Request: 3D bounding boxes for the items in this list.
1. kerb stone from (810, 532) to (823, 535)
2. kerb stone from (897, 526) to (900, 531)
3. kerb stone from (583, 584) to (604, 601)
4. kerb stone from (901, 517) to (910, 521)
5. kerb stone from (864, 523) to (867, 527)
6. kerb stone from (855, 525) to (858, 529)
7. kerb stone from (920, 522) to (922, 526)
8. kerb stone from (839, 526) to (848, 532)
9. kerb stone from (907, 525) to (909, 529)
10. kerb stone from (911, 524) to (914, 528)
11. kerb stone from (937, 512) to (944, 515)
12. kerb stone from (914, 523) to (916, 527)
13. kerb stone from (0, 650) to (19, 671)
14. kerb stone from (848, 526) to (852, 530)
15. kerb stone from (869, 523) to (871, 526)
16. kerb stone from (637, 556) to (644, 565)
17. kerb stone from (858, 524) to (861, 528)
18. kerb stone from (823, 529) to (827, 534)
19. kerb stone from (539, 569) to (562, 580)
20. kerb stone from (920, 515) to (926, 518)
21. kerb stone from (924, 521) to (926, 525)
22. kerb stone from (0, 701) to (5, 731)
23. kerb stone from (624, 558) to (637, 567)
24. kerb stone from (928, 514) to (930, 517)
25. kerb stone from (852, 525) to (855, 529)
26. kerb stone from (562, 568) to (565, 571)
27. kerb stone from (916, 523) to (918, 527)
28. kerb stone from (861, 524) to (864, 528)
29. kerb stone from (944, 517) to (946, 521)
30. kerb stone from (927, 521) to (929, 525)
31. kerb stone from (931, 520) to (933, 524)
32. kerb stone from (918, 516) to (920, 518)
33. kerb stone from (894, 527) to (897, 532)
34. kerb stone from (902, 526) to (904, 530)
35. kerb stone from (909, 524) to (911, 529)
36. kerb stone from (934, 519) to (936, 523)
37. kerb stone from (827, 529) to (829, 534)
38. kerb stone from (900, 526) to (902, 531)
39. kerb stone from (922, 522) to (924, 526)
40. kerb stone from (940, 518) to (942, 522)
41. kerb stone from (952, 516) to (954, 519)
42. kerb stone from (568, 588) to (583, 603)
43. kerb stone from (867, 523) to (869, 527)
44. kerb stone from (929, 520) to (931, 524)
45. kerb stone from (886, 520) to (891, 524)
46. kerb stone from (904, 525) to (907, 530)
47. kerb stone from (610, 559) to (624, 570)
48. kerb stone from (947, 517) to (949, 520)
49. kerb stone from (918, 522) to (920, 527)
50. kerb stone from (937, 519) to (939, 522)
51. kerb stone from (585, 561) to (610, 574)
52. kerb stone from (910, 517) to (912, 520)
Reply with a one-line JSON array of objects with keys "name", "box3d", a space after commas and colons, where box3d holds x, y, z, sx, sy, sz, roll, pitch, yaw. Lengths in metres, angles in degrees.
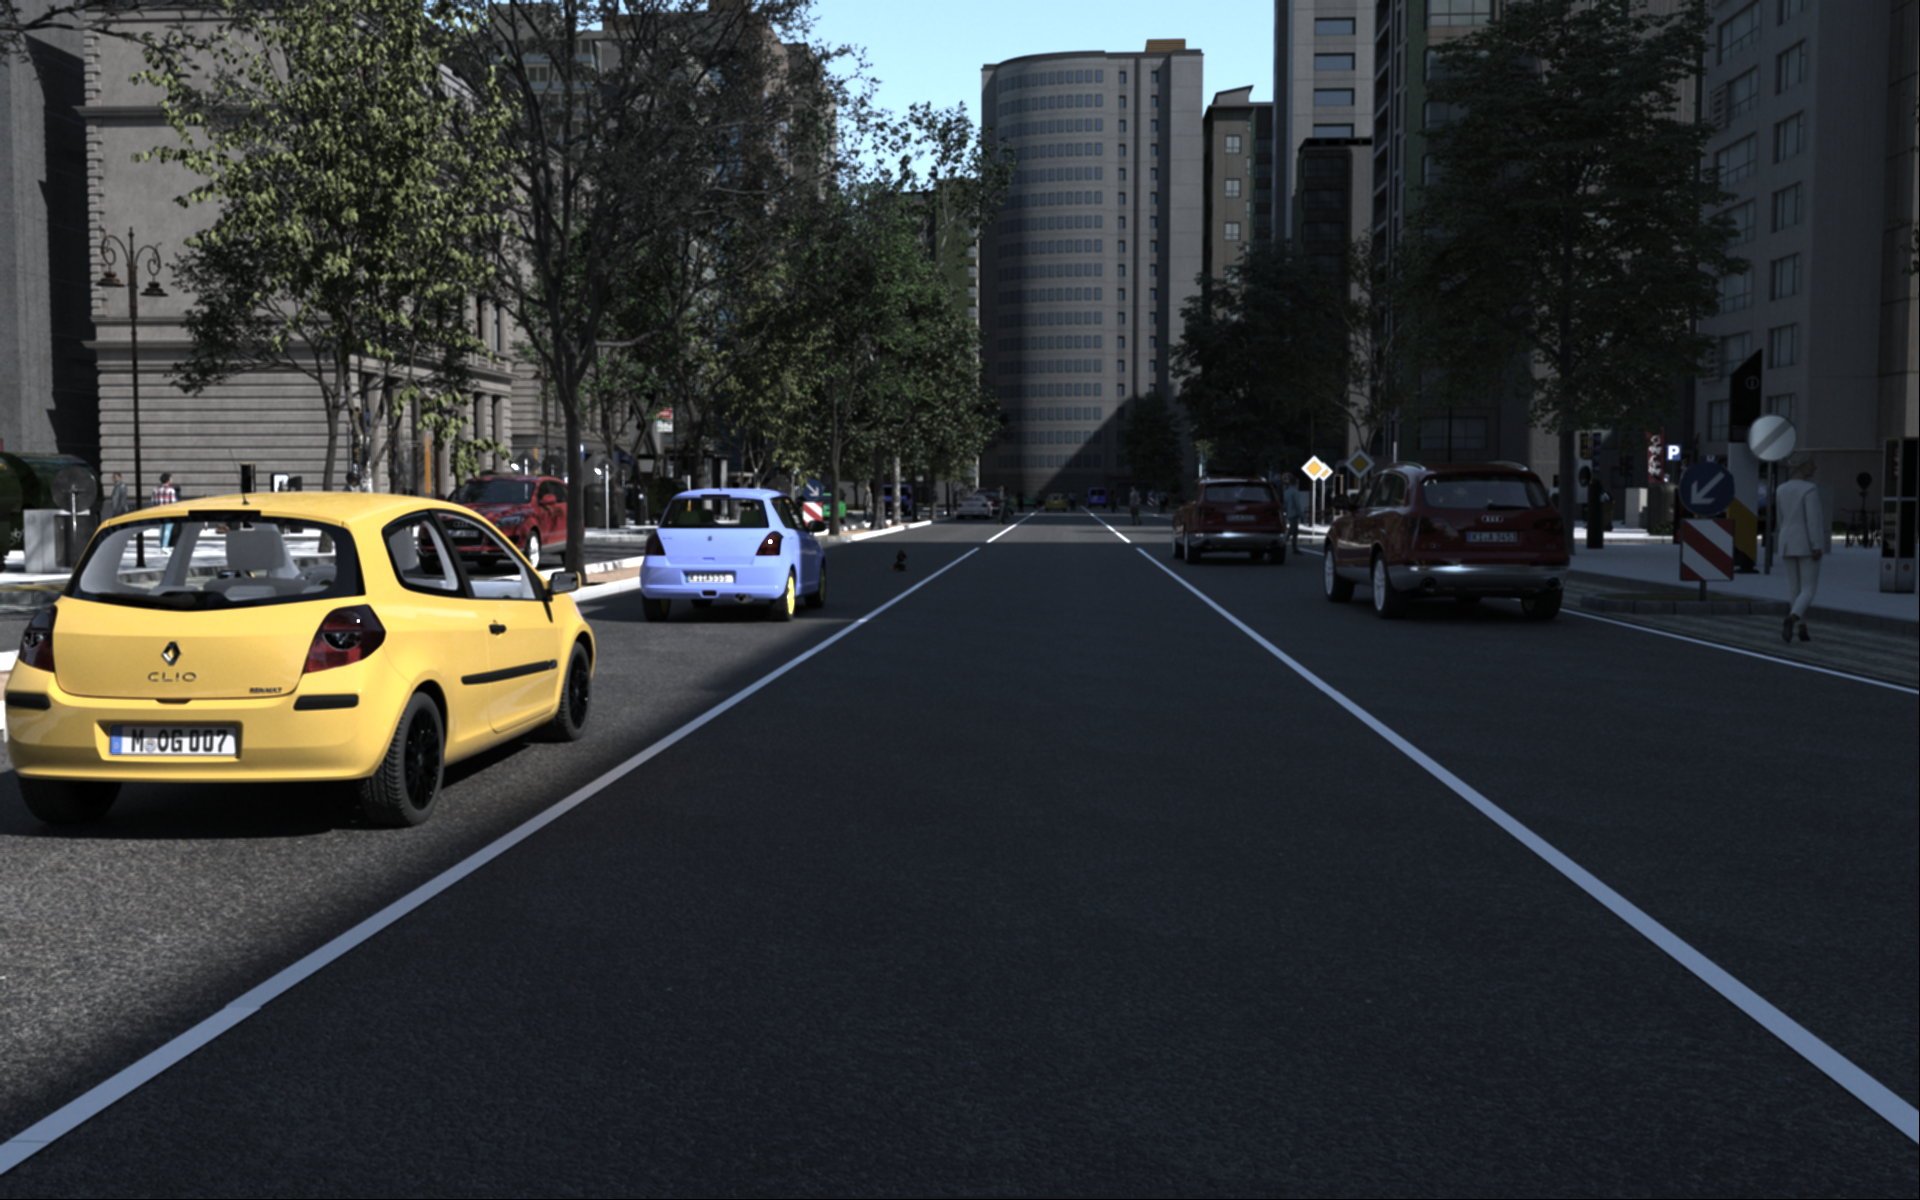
[{"name": "kerb stone", "box3d": [-4.979, -2.317, 60.070, 0.120, 0.150, 1.000, 0, 4, 3]}, {"name": "kerb stone", "box3d": [-2.510, -2.681, 66.090, 0.120, 0.150, 1.000, 0, 4, 3]}, {"name": "kerb stone", "box3d": [-5.074, -0.085, 23.580, 0.120, 0.150, 1.000, 0, 4, 3]}, {"name": "kerb stone", "box3d": [-2.946, -4.385, 93.882, 0.120, 0.150, 1.000, 0, 4, 3]}, {"name": "kerb stone", "box3d": [-4.175, -3.126, 73.387, 0.120, 0.150, 1.000, 0, 4, 3]}, {"name": "kerb stone", "box3d": [-4.361, -2.943, 70.314, 0.120, 0.150, 1.000, 0, 4, 3]}, {"name": "kerb stone", "box3d": [-1.896, -3.310, 76.329, 0.120, 0.150, 1.000, 0, 4, 3]}, {"name": "kerb stone", "box3d": [-4.552, -2.756, 67.252, 0.120, 0.150, 1.000, 0, 4, 3]}, {"name": "kerb stone", "box3d": [-2.264, -2.935, 70.183, 0.120, 0.150, 1.000, 0, 4, 3]}, {"name": "kerb stone", "box3d": [-2.147, -3.060, 72.228, 0.120, 0.150, 1.000, 0, 4, 3]}, {"name": "kerb stone", "box3d": [-1.398, -5.949, 119.460, 0.120, 0.150, 1.000, 0, 4, 3]}, {"name": "kerb stone", "box3d": [-2.083, -3.123, 73.258, 0.120, 0.150, 1.000, 0, 4, 3]}, {"name": "kerb stone", "box3d": [-7.734, 0.482, 14.488, 0.120, 0.150, 1.000, 0, 4, 3]}, {"name": "kerb stone", "box3d": [-4.485, -2.817, 68.273, 0.120, 0.150, 1.000, 0, 4, 3]}, {"name": "kerb stone", "box3d": [-4.049, -3.257, 75.439, 0.120, 0.150, 1.000, 0, 4, 3]}, {"name": "kerb stone", "box3d": [-6.495, -0.778, 34.944, 0.120, 0.150, 1.000, 0, 4, 3]}, {"name": "kerb stone", "box3d": [-4.294, -3.006, 71.340, 0.120, 0.150, 1.000, 0, 4, 3]}, {"name": "kerb stone", "box3d": [-4.922, -2.378, 61.091, 0.120, 0.150, 1.000, 0, 4, 3]}, {"name": "kerb stone", "box3d": [-6.872, -0.404, 28.805, 0.120, 0.150, 1.000, 0, 4, 3]}, {"name": "kerb stone", "box3d": [-2.322, -5.005, 104.108, 0.120, 0.150, 1.000, 0, 4, 3]}, {"name": "kerb stone", "box3d": [-1.771, -3.436, 78.374, 0.120, 0.150, 1.000, 0, 4, 3]}, {"name": "kerb stone", "box3d": [-5.885, 0.729, 10.281, 0.120, 0.150, 1.000, 0, 4, 3]}, {"name": "kerb stone", "box3d": [-6.559, -0.715, 33.919, 0.120, 0.150, 1.000, 0, 4, 3]}, {"name": "kerb stone", "box3d": [-2.136, -5.189, 107.176, 0.120, 0.150, 1.000, 0, 4, 3]}, {"name": "kerb stone", "box3d": [-4.425, -2.878, 69.293, 0.120, 0.150, 1.000, 0, 4, 3]}, {"name": "kerb stone", "box3d": [-6.807, -0.465, 29.835, 0.120, 0.150, 1.000, 0, 4, 3]}, {"name": "kerb stone", "box3d": [-2.018, -3.186, 74.280, 0.120, 0.150, 1.000, 0, 4, 3]}, {"name": "kerb stone", "box3d": [-4.238, -3.066, 72.364, 0.120, 0.150, 1.000, 0, 4, 3]}, {"name": "kerb stone", "box3d": [-0.968, -4.250, 91.684, 0.120, 0.150, 1.000, 0, 4, 3]}, {"name": "kerb stone", "box3d": [-1.651, -3.561, 80.416, 0.120, 0.150, 1.000, 0, 4, 3]}, {"name": "kerb stone", "box3d": [-1.520, -3.686, 82.469, 0.120, 0.150, 1.000, 0, 4, 3]}, {"name": "kerb stone", "box3d": [-2.562, -4.759, 100.022, 0.120, 0.150, 1.000, 0, 4, 3]}, {"name": "kerb stone", "box3d": [-2.572, -2.621, 65.069, 0.120, 0.150, 1.000, 0, 4, 3]}, {"name": "kerb stone", "box3d": [-2.395, -2.810, 68.131, 0.120, 0.150, 1.000, 0, 4, 3]}, {"name": "kerb stone", "box3d": [-2.202, -2.997, 71.204, 0.120, 0.150, 1.000, 0, 4, 3]}, {"name": "kerb stone", "box3d": [-1.398, -3.811, 84.518, 0.120, 0.150, 1.000, 0, 4, 3]}, {"name": "kerb stone", "box3d": [-4.856, -2.439, 62.126, 0.120, 0.150, 1.000, 0, 4, 3]}, {"name": "kerb stone", "box3d": [-2.455, -2.747, 67.110, 0.120, 0.150, 1.000, 0, 4, 3]}, {"name": "kerb stone", "box3d": [-1.833, -3.371, 77.354, 0.120, 0.150, 1.000, 0, 4, 3]}, {"name": "kerb stone", "box3d": [-1.150, -4.062, 88.606, 0.120, 0.150, 1.000, 0, 4, 3]}, {"name": "kerb stone", "box3d": [-0.595, -4.627, 97.839, 0.120, 0.150, 1.000, 0, 4, 3]}, {"name": "kerb stone", "box3d": [-5.140, -0.022, 22.557, 0.120, 0.150, 1.000, 0, 4, 3]}, {"name": "kerb stone", "box3d": [-4.122, -3.190, 74.408, 0.120, 0.150, 1.000, 0, 4, 3]}, {"name": "kerb stone", "box3d": [-1.587, -3.621, 81.437, 0.120, 0.150, 1.000, 0, 4, 3]}, {"name": "kerb stone", "box3d": [-3.433, -3.884, 85.703, 0.120, 0.150, 1.000, 0, 4, 3]}, {"name": "kerb stone", "box3d": [-2.333, -2.872, 69.152, 0.120, 0.150, 1.000, 0, 4, 3]}, {"name": "kerb stone", "box3d": [-6.617, -0.654, 32.896, 0.120, 0.150, 1.000, 0, 4, 3]}, {"name": "kerb stone", "box3d": [-0.841, -4.376, 93.736, 0.120, 0.150, 1.000, 0, 4, 3]}, {"name": "kerb stone", "box3d": [-1.961, -3.248, 75.308, 0.120, 0.150, 1.000, 0, 4, 3]}, {"name": "kerb stone", "box3d": [-1.275, -3.937, 86.558, 0.120, 0.150, 1.000, 0, 4, 3]}, {"name": "kerb stone", "box3d": [-6.679, -0.589, 31.876, 0.120, 0.150, 1.000, 0, 4, 3]}, {"name": "kerb stone", "box3d": [-2.882, -4.447, 94.902, 0.120, 0.150, 1.000, 0, 4, 3]}]
